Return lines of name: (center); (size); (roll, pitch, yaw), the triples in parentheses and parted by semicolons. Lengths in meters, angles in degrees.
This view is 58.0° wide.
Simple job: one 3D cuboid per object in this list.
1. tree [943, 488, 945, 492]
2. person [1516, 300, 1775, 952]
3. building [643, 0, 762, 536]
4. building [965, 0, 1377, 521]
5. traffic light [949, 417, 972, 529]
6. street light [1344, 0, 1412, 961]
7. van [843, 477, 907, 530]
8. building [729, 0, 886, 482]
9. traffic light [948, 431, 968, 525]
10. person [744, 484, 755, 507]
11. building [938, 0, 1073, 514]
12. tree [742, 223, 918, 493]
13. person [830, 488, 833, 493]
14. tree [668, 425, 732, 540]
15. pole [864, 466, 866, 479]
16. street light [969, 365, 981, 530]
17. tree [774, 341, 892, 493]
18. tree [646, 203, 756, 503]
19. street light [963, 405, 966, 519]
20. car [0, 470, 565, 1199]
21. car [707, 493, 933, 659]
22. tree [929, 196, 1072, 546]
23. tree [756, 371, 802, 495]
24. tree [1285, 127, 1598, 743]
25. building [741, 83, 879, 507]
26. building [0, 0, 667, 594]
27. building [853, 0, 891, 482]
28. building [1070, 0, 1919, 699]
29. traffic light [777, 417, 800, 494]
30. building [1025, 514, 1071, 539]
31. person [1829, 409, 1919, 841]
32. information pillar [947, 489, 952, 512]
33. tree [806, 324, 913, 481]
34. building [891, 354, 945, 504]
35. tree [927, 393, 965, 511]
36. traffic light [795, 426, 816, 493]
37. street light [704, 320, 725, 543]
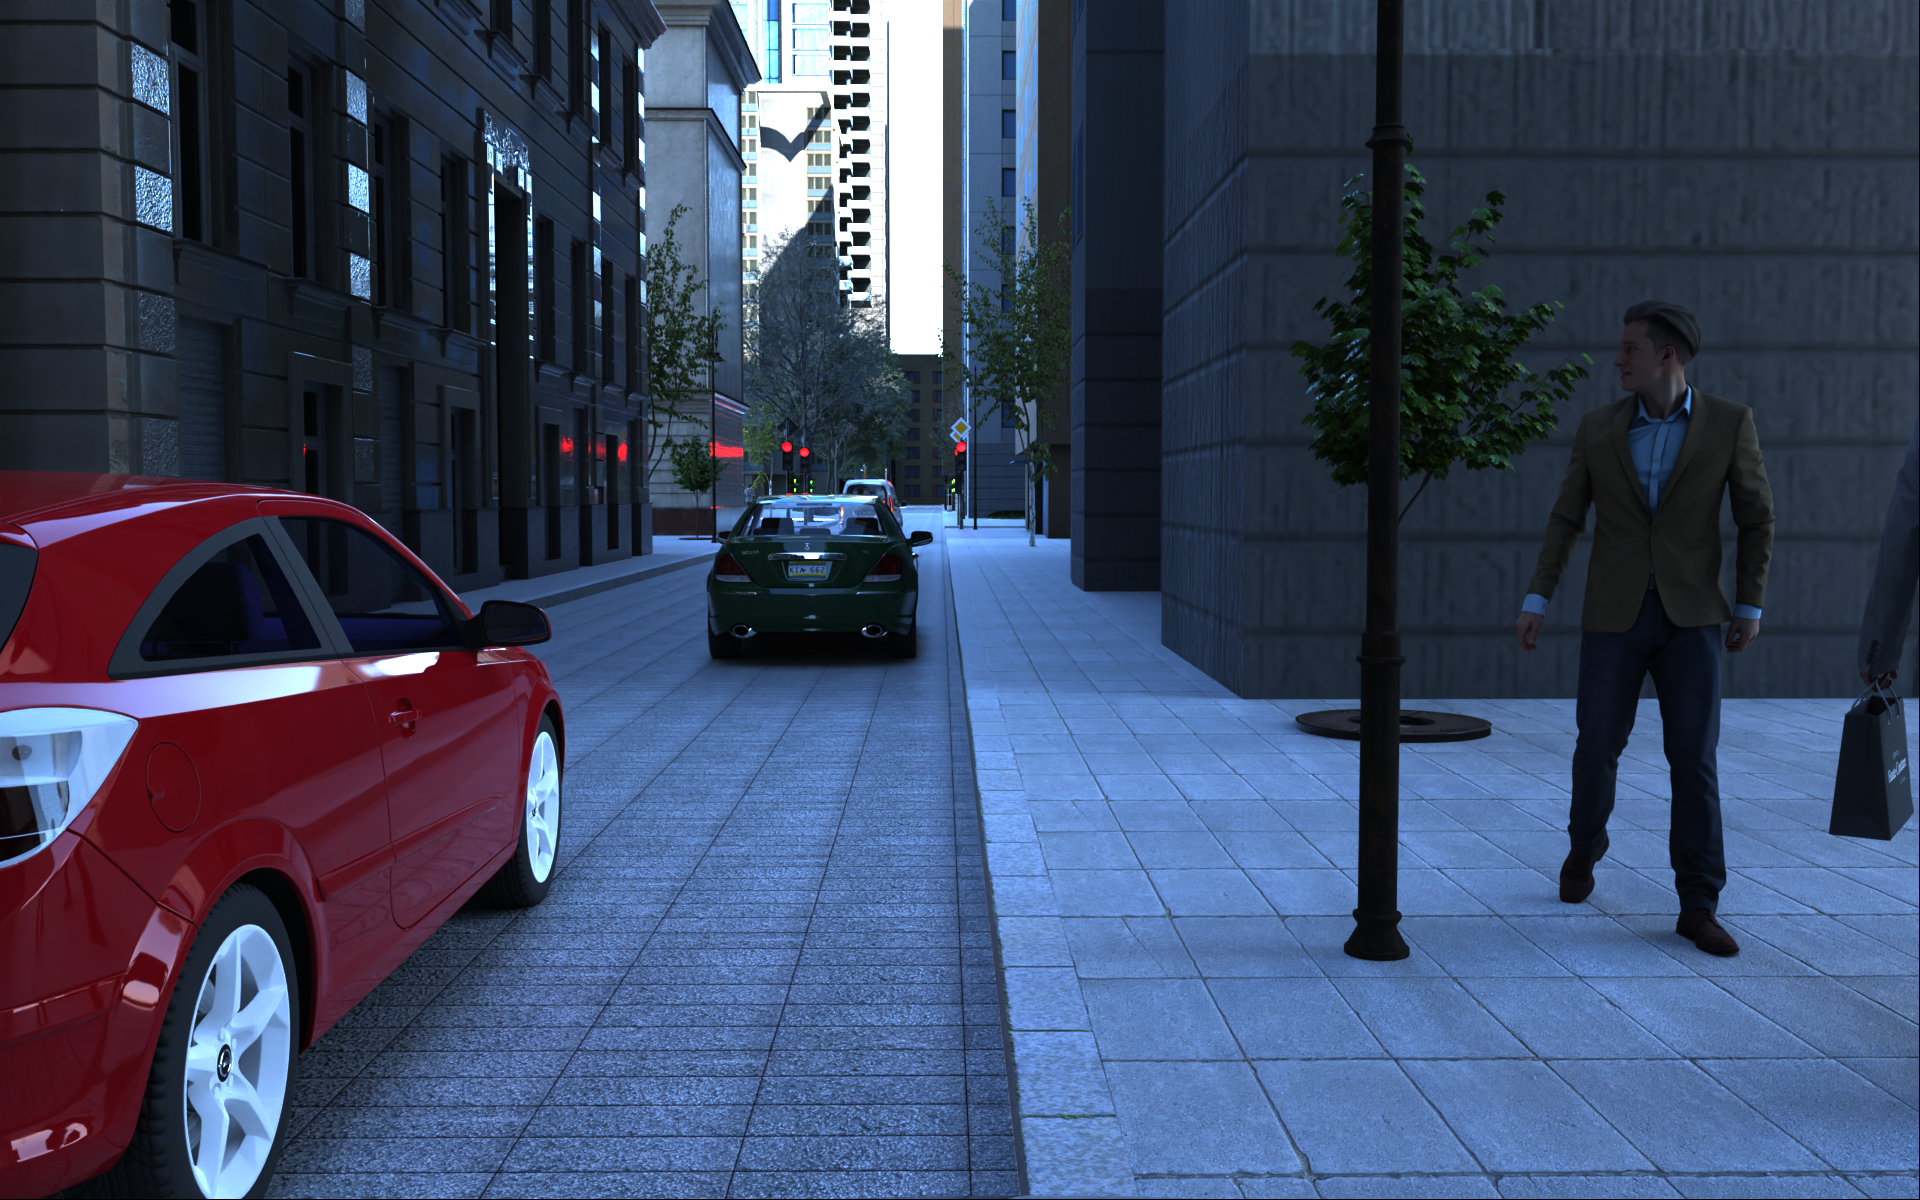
tree: (-0.970, -12.024, 191.196); (1.663, 3.219, 1.824); (0, 3, 0)
person: (2.015, 0.050, 5.141); (0.656, 1.842, 0.836); (0, 4, -5)
building: (-16.722, -11.800, 57.563); (19.286, 19.102, 10.561); (0, 4, -1)
building: (10.770, -34.348, 103.590); (21.231, 58.520, 28.212); (0, 4, -1)
traffic light: (0.026, -4.533, 63.040); (0.839, 4.253, 0.868); (0, 4, -1)
street light: (1.165, -1.950, 4.664); (0.468, 5.910, 1.993); (0, 4, -1)
van: (-2.579, -2.662, 50.534); (2.013, 2.044, 4.112); (0, 4, 1)
building: (-18.997, -53.293, 184.016); (22.319, 86.520, 31.000); (0, 4, -1)
traffic light: (-0.064, -5.022, 71.025); (0.839, 4.253, 0.868); (0, 4, -1)
person: (-10.852, -5.078, 89.248); (0.473, 1.802, 0.592); (-2, 4, -25)
building: (5.499, -29.839, 137.973); (14.600, 45.320, 14.200); (0, 4, -1)
tree: (-6.956, -10.306, 78.879); (12.009, 13.543, 11.850); (0, 3, 0)
person: (-10.759, -8.427, 144.177); (0.721, 1.781, 0.623); (3, 4, 37)
tree: (-7.464, -3.311, 48.732); (1.663, 3.219, 1.824); (0, 3, 0)
pole: (-6.925, -8.093, 126.162); (0.158, 3.312, 0.155); (0, 3, 0)
street light: (0.554, -5.483, 62.429); (0.468, 5.910, 1.993); (0, 4, -1)
tree: (-7.465, -10.206, 101.283); (7.601, 10.594, 8.767); (0, 4, -3)
tree: (-7.440, -5.542, 40.968); (4.737, 8.622, 4.395); (0, 3, 0)
street light: (0.199, -7.077, 88.499); (0.468, 5.910, 1.993); (0, 4, -1)
car: (-2.298, 0.264, 4.728); (2.155, 1.783, 4.494); (0, 4, -2)
car: (-1.316, -0.290, 16.538); (2.131, 1.459, 4.920); (0, 4, -2)
tree: (1.573, -5.607, 42.036); (4.737, 8.622, 4.395); (0, 3, 0)
tree: (-10.558, -8.799, 94.224); (4.737, 8.622, 4.395); (0, 3, 0)
tree: (2.302, -0.893, 9.206); (1.663, 3.219, 1.824); (0, 3, 0)
building: (-23.596, -28.477, 157.483); (32.217, 40.220, 23.993); (0, 4, -1)
building: (-12.109, -13.883, 24.251); (12.463, 27.353, 25.104); (0, 4, -1)
building: (-19.035, -47.246, 210.731); (20.611, 71.187, 20.563); (0, 4, -1)
building: (12.099, -29.427, 23.127); (21.231, 58.520, 28.212); (0, 4, -1)
traffic light: (-6.234, -4.528, 62.954); (0.839, 4.253, 0.868); (0, 4, -1)
building: (9.005, -24.769, 55.083); (14.600, 45.320, 14.200); (0, 4, -1)
person: (2.244, 0.148, 3.802); (0.709, 1.800, 0.728); (2, 4, 33)
information pillar: (-0.773, -7.462, 126.495); (0.304, 2.012, 0.304); (-1, 4, -20)
tree: (-7.897, -13.758, 131.591); (9.857, 13.997, 8.962); (0, 3, 0)
building: (-14.216, -24.386, 243.756); (28.899, 21.520, 27.650); (0, 4, -1)
tree: (-0.036, -10.960, 129.563); (4.360, 8.622, 3.978); (0, 3, 0)
traffic light: (-6.325, -5.016, 70.938); (0.839, 4.253, 0.868); (0, 4, -1)
street light: (-6.455, -4.439, 45.360); (0.468, 5.910, 1.993); (0, 4, -1)
